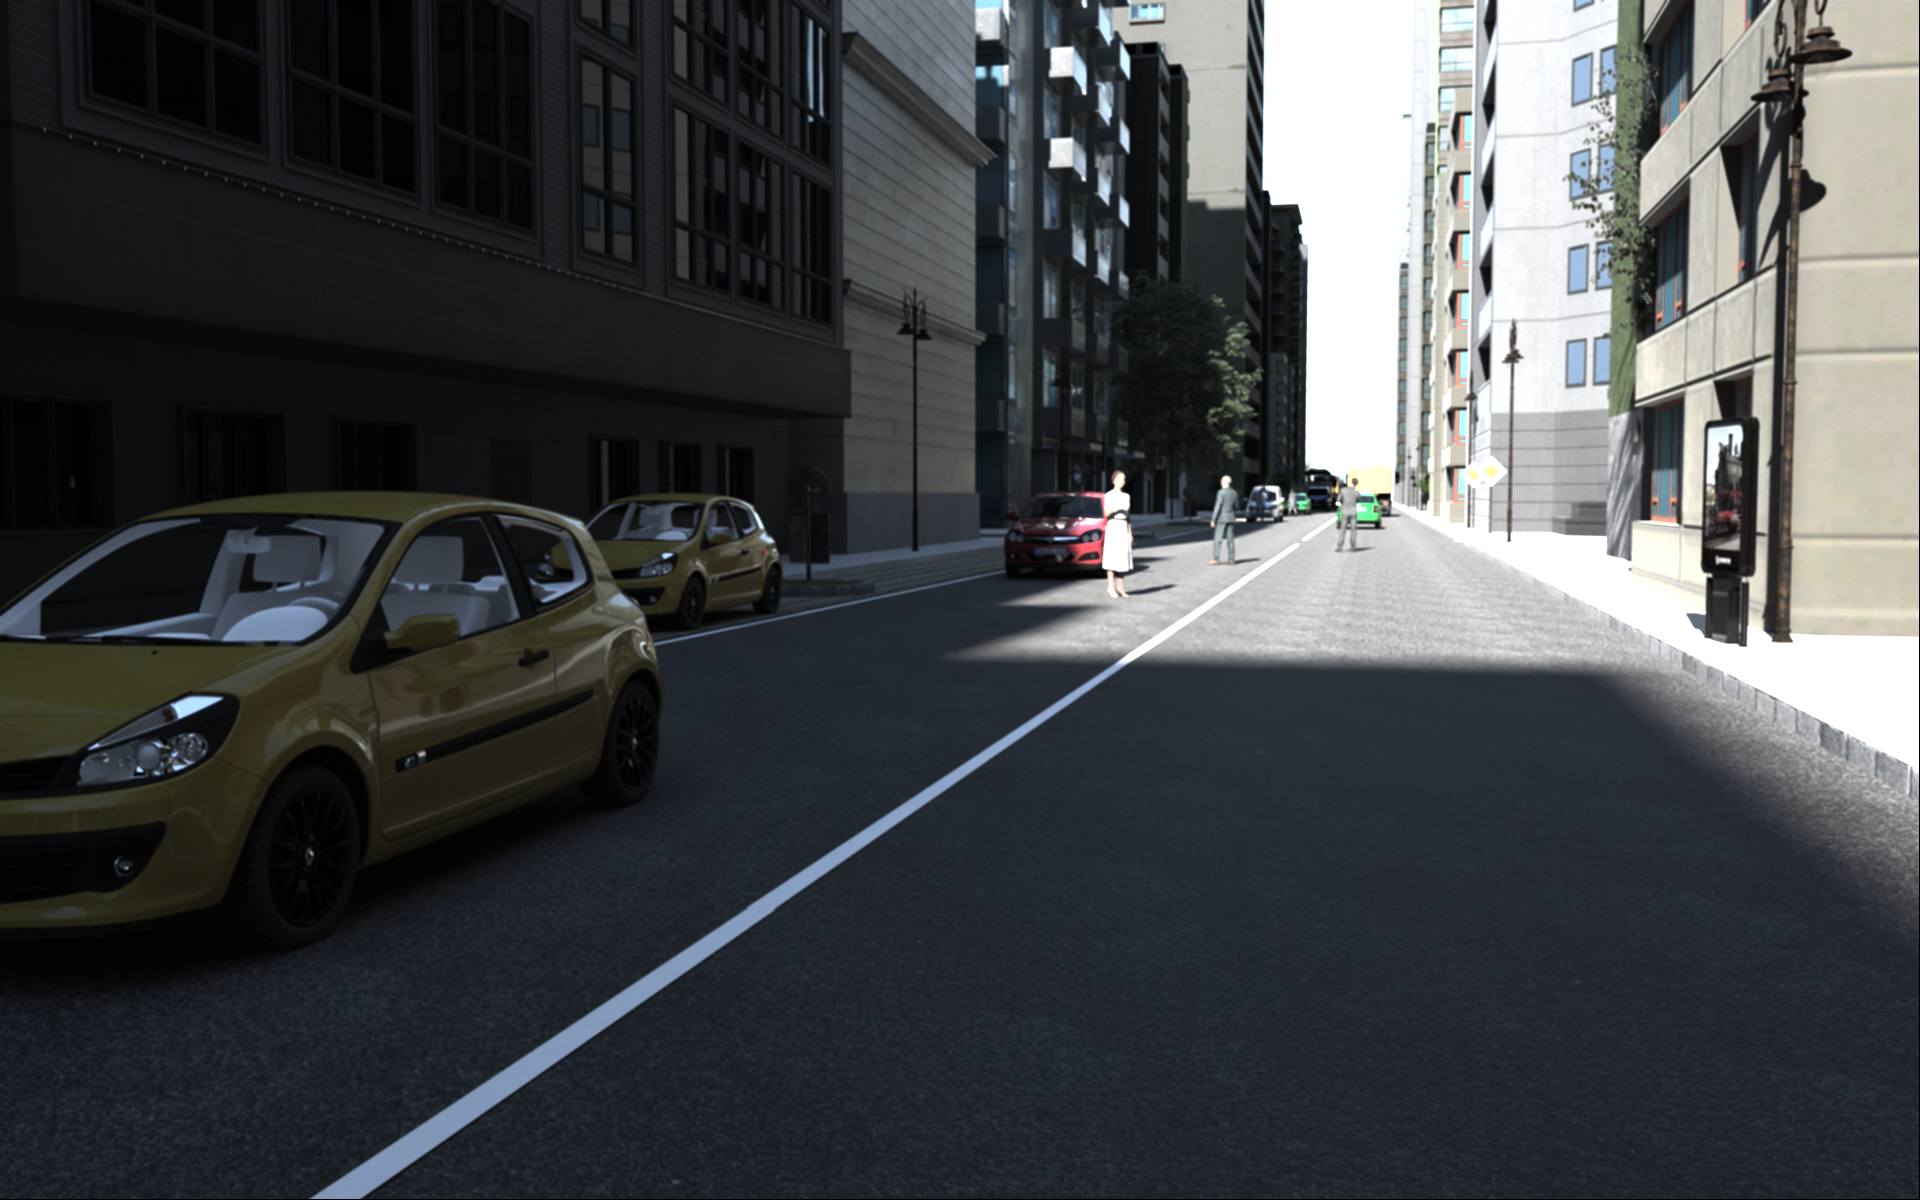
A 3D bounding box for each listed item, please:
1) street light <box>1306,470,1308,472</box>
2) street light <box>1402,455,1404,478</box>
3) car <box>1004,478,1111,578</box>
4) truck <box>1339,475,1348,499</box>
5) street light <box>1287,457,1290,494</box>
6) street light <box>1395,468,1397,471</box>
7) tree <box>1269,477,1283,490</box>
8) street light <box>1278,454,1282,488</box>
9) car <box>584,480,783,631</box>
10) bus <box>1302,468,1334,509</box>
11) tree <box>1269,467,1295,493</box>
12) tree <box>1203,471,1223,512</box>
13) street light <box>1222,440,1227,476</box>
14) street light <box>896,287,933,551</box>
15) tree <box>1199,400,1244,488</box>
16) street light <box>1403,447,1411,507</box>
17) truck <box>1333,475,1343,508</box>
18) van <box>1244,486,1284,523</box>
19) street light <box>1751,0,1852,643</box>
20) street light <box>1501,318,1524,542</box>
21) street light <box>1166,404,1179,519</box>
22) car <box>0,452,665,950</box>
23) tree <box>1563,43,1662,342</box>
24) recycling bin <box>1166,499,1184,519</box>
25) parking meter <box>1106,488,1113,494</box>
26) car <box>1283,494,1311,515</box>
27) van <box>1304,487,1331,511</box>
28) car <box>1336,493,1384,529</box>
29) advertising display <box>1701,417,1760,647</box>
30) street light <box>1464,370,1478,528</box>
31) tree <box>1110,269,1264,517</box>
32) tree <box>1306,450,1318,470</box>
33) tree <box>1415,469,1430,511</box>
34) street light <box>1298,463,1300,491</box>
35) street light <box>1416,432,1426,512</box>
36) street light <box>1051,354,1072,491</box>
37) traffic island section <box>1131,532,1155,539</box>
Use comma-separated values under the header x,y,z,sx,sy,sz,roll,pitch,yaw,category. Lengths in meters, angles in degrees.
x,y,z,sx,sy,sz,roll,pitch,yaw,category
55.031,-18.470,274.777,0.468,5.910,1.993,1,4,13,street light
51.493,-13.965,201.118,0.468,5.910,1.993,1,4,13,street light
1.954,-1.339,30.925,2.155,1.783,4.494,1,4,12,car
53.614,-15.573,244.374,2.967,4.110,18.799,1,4,12,truck
40.333,-14.674,212.711,0.468,5.910,1.993,1,4,13,street light
55.888,-15.117,219.948,0.468,5.910,1.993,1,4,13,street light
36.422,-12.538,199.591,1.663,3.219,1.824,0,3,0,tree
36.010,-13.590,194.986,0.468,5.910,1.993,1,4,13,street light
-3.328,-0.563,19.433,2.015,1.641,3.980,1,4,13,car
34.478,-10.688,166.291,2.896,3.916,12.252,1,4,13,bus
37.511,-13.408,202.926,4.285,4.588,4.351,0,3,0,tree
18.106,-7.883,123.496,1.663,3.219,1.824,0,3,0,tree
18.416,-9.046,120.686,0.468,5.910,1.993,1,4,13,street light
-1.009,-4.043,38.895,0.468,5.910,1.993,1,4,13,street light
19.016,-10.799,126.923,4.737,8.622,4.395,0,3,0,tree
43.968,-12.037,169.594,0.468,5.910,1.993,1,4,13,street light
37.957,-11.214,179.265,3.469,3.379,9.791,1,4,13,truck
15.601,-4.990,88.598,2.013,2.044,4.112,1,4,14,van
7.110,-2.569,14.795,0.468,5.910,1.993,1,4,13,street light
14.572,-4.465,45.783,0.468,5.910,1.993,1,4,13,street light
10.861,-7.088,88.672,0.468,5.910,1.993,1,4,13,street light
-2.606,0.209,6.802,2.015,1.641,3.980,1,4,13,car
11.222,-4.648,26.350,4.360,8.622,3.978,0,3,0,tree
11.290,-4.796,90.966,0.722,1.027,0.722,3,5,44,recycling bin
5.892,-3.625,67.687,0.372,1.533,0.369,0,3,0,parking meter
23.116,-6.736,118.931,1.959,1.807,4.718,1,4,15,car
30.675,-8.800,148.270,2.240,2.365,5.245,1,4,15,van
16.625,-3.870,72.063,1.959,1.807,4.718,1,4,13,car
6.610,-0.592,14.899,0.123,1.923,0.974,0,4,5,advertising display
18.991,-5.609,64.490,0.468,5.910,1.993,1,4,13,street light
12.087,-11.699,97.941,9.857,13.997,8.962,0,3,0,tree
57.411,-20.512,285.725,4.360,8.622,3.978,0,3,0,tree
35.231,-8.296,130.249,1.663,3.219,1.824,0,3,0,tree
47.652,-16.572,243.733,0.468,5.910,1.993,1,4,13,street light
33.803,-9.412,126.681,0.468,5.910,1.993,1,4,13,street light
3.361,-5.166,57.252,0.468,5.910,1.993,1,4,13,street light
5.261,-2.104,56.685,2.009,0.180,2.903,1,4,13,traffic island section
